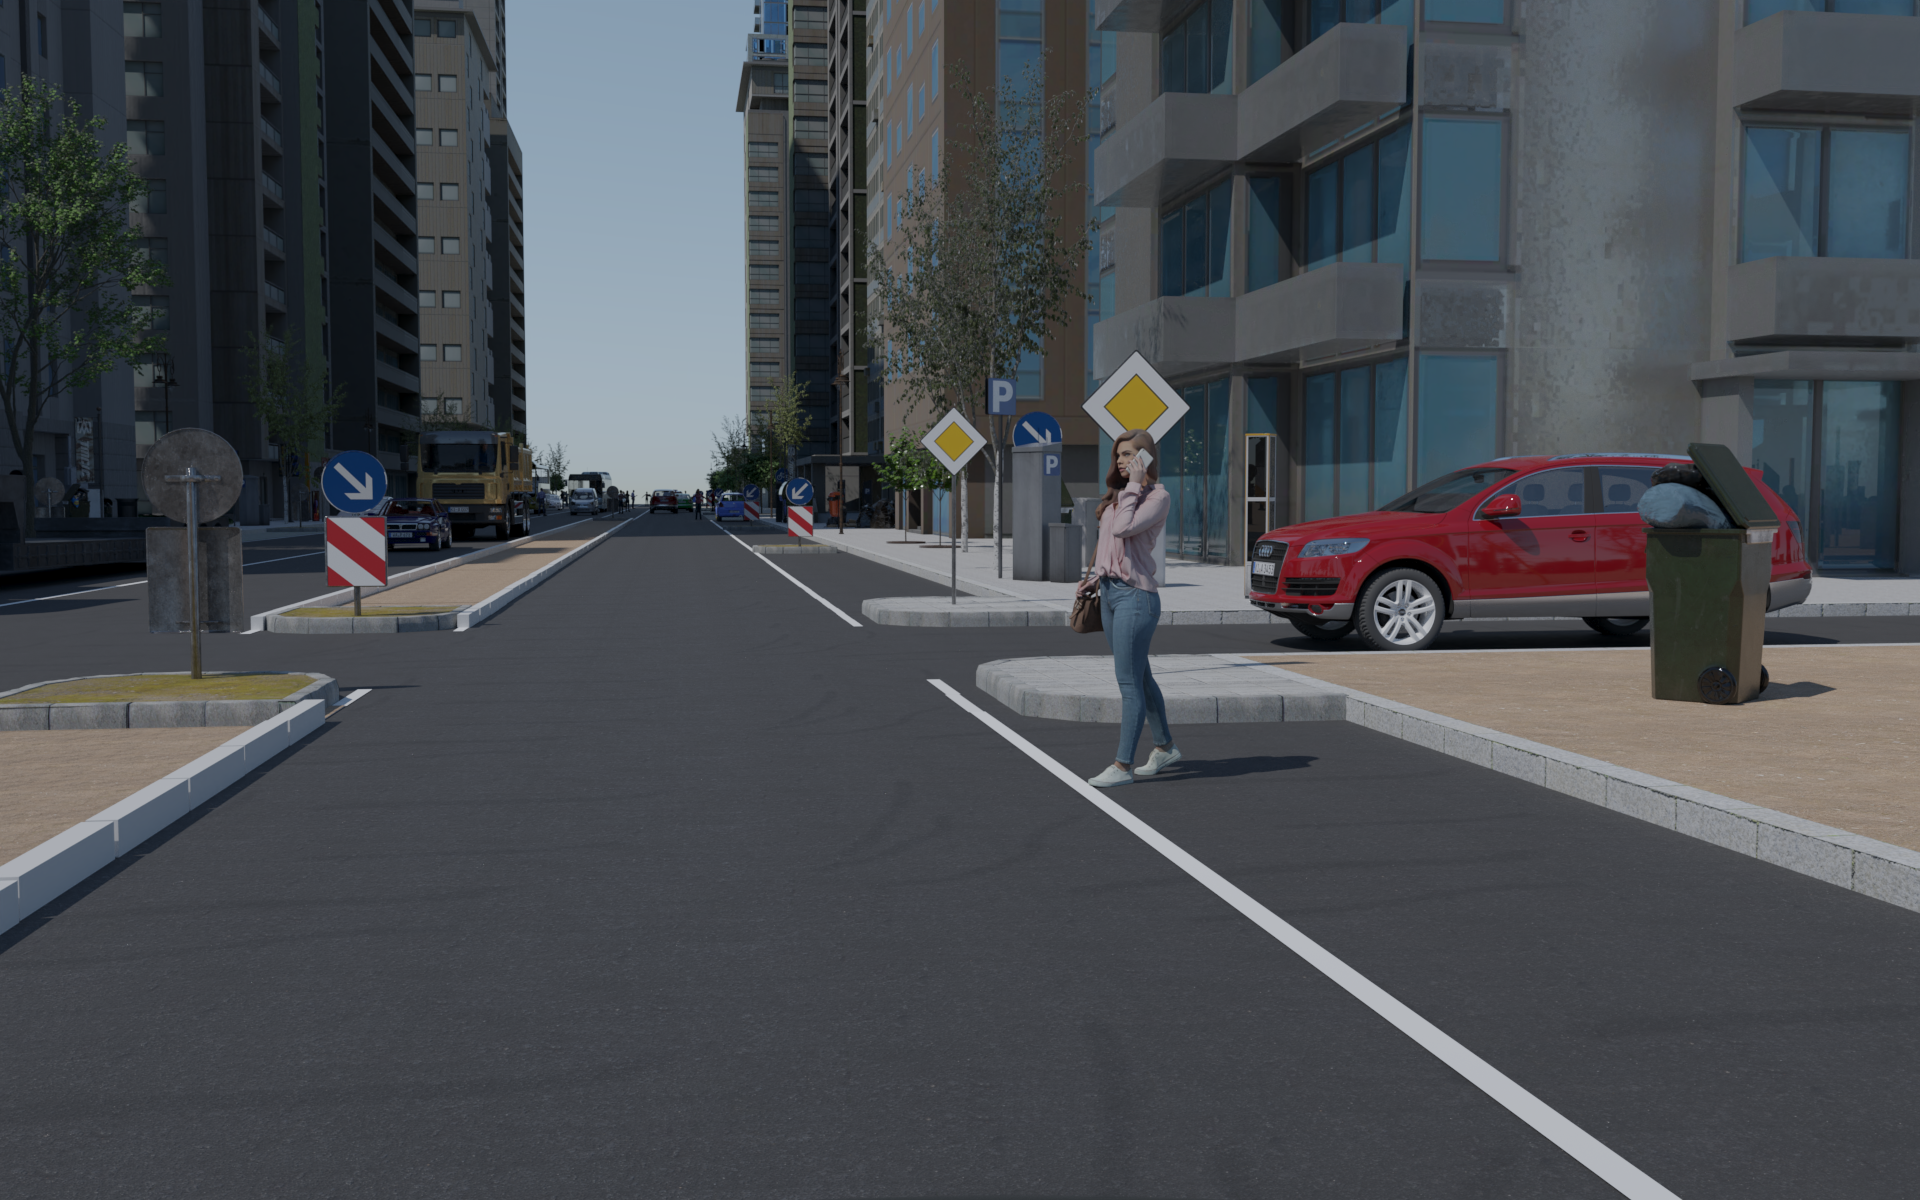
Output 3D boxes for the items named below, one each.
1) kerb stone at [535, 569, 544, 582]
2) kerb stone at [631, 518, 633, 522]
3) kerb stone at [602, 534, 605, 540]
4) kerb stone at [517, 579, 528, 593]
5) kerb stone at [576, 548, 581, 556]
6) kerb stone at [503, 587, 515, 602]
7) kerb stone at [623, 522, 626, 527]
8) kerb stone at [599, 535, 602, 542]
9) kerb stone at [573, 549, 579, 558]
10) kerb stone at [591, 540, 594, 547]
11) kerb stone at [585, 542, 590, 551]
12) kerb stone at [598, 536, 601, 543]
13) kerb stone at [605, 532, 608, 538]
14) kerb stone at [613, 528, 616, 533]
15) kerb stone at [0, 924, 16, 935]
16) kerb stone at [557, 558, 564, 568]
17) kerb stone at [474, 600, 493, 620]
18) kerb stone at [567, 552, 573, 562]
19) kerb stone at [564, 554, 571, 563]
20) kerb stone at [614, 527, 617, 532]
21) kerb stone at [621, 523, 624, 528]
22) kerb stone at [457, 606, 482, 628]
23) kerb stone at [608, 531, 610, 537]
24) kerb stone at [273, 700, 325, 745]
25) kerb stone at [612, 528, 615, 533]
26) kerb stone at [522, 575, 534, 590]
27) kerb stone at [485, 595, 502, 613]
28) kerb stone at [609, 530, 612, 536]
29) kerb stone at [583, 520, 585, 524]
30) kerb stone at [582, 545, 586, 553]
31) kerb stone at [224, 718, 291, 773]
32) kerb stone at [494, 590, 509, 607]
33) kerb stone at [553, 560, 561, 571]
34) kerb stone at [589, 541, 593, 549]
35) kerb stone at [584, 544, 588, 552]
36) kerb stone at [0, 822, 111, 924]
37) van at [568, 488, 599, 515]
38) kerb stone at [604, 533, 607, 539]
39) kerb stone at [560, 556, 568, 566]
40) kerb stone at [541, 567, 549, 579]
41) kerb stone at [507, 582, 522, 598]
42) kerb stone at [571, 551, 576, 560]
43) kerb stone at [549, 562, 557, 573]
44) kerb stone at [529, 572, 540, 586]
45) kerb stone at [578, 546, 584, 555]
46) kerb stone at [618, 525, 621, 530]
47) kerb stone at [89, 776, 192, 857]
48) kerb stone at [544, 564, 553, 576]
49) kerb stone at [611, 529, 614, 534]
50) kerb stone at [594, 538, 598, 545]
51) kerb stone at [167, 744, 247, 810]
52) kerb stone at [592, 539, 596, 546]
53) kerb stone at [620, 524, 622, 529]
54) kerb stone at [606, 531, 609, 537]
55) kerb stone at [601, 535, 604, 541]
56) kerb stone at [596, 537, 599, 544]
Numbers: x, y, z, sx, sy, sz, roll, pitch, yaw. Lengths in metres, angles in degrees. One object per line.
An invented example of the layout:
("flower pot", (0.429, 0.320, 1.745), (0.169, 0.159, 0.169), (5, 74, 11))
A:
("kerb stone", (-6.884, -0.359, 28.073), (0.120, 0.150, 1.000), (-1, 4, -9))
("kerb stone", (-16.217, -3.819, 84.726), (0.120, 0.150, 1.000), (-1, 4, -9))
("kerb stone", (-10.876, -1.844, 52.341), (0.120, 0.150, 1.000), (-1, 4, -9))
("kerb stone", (-6.385, -0.174, 25.046), (0.120, 0.150, 1.000), (-1, 4, -9))
("kerb stone", (-8.711, -1.039, 39.186), (0.120, 0.150, 1.000), (-1, 4, -9))
("kerb stone", (-6.053, -0.044, 23.030), (0.120, 0.150, 1.000), (-1, 4, -9))
("kerb stone", (-14.393, -3.143, 73.589), (0.120, 0.150, 1.000), (-1, 4, -9))
("kerb stone", (-10.547, -1.714, 50.316), (0.120, 0.150, 1.000), (-1, 4, -9))
("kerb stone", (-8.546, -0.977, 38.169), (0.120, 0.150, 1.000), (-1, 4, -9))
("kerb stone", (-9.714, -1.410, 45.253), (0.120, 0.150, 1.000), (-1, 4, -9))
("kerb stone", (-9.379, -1.286, 43.223), (0.120, 0.150, 1.000), (-1, 4, -9))
("kerb stone", (-10.375, -1.657, 49.308), (0.120, 0.150, 1.000), (-1, 4, -9))
("kerb stone", (-11.221, -1.967, 54.355), (0.120, 0.150, 1.000), (-1, 4, -9))
("kerb stone", (-12.379, -2.401, 61.446), (0.120, 0.150, 1.000), (-1, 4, -9))
("kerb stone", (-3.124, 1.041, 5.284), (0.120, 0.150, 1.000), (-1, 4, -9))
("kerb stone", (-7.717, -0.668, 33.117), (0.120, 0.150, 1.000), (-1, 4, -9))
("kerb stone", (-5.544, 0.134, 20.002), (0.120, 0.150, 1.000), (-1, 4, -9))
("kerb stone", (-8.214, -0.853, 36.145), (0.120, 0.150, 1.000), (-1, 4, -9))
("kerb stone", (-8.044, -0.792, 35.137), (0.120, 0.150, 1.000), (-1, 4, -9))
("kerb stone", (-12.545, -2.462, 62.455), (0.120, 0.150, 1.000), (-1, 4, -9))
("kerb stone", (-13.887, -2.958, 70.559), (0.120, 0.150, 1.000), (-1, 4, -9))
("kerb stone", (-5.387, 0.201, 18.988), (0.120, 0.150, 1.000), (-1, 4, -9))
("kerb stone", (-11.541, -2.090, 56.374), (0.120, 0.150, 1.000), (-1, 4, -9))
("kerb stone", (-3.954, 0.728, 10.341), (0.120, 0.150, 1.000), (-1, 4, -9))
("kerb stone", (-12.215, -2.338, 60.434), (0.120, 0.150, 1.000), (-1, 4, -9))
("kerb stone", (-6.545, -0.236, 26.056), (0.120, 0.150, 1.000), (-1, 4, -9))
("kerb stone", (-5.704, 0.072, 21.012), (0.120, 0.150, 1.000), (-1, 4, -9))
("kerb stone", (-11.709, -2.153, 57.391), (0.120, 0.150, 1.000), (-1, 4, -9))
("kerb stone", (-17.613, -3.554, 80.307), (0.120, 0.150, 1.000), (-1, 4, -9))
("kerb stone", (-9.046, -1.160, 41.206), (0.120, 0.150, 1.000), (-1, 4, -9))
("kerb stone", (-3.792, 0.787, 9.329), (0.120, 0.150, 1.000), (-1, 4, -9))
("kerb stone", (-5.876, 0.011, 22.019), (0.120, 0.150, 1.000), (-1, 4, -9))
("kerb stone", (-7.547, -0.606, 32.110), (0.120, 0.150, 1.000), (-1, 4, -9))
("kerb stone", (-9.537, -1.348, 44.239), (0.120, 0.150, 1.000), (-1, 4, -9))
("kerb stone", (-9.210, -1.222, 42.215), (0.120, 0.150, 1.000), (-1, 4, -9))
("kerb stone", (-3.295, 0.973, 6.292), (0.120, 0.150, 1.000), (-1, 4, -9))
("van", (-25.599, -6.785, 117.949), (2.013, 2.044, 4.112), (0, 4, -8))
("kerb stone", (-11.044, -1.901, 53.349), (0.120, 0.150, 1.000), (-1, 4, -9))
("kerb stone", (-7.877, -0.730, 34.127), (0.120, 0.150, 1.000), (-1, 4, -9))
("kerb stone", (-7.045, -0.419, 29.083), (0.120, 0.150, 1.000), (-1, 4, -9))
("kerb stone", (-6.220, -0.112, 24.038), (0.120, 0.150, 1.000), (-1, 4, -9))
("kerb stone", (-8.375, -0.915, 37.156), (0.120, 0.150, 1.000), (-1, 4, -9))
("kerb stone", (-7.380, -0.538, 31.102), (0.120, 0.150, 1.000), (-1, 4, -9))
("kerb stone", (-6.705, -0.295, 27.067), (0.120, 0.150, 1.000), (-1, 4, -9))
("kerb stone", (-8.878, -1.101, 40.198), (0.120, 0.150, 1.000), (-1, 4, -9))
("kerb stone", (-13.210, -2.707, 66.505), (0.120, 0.150, 1.000), (-1, 4, -9))
("kerb stone", (-3.457, 0.911, 7.308), (0.120, 0.150, 1.000), (-1, 4, -9))
("kerb stone", (-7.209, -0.482, 30.094), (0.120, 0.150, 1.000), (-1, 4, -9))
("kerb stone", (-12.046, -2.276, 59.425), (0.120, 0.150, 1.000), (-1, 4, -9))
("kerb stone", (-10.044, -1.534, 47.280), (0.120, 0.150, 1.000), (-1, 4, -9))
("kerb stone", (-3.622, 0.849, 8.317), (0.120, 0.150, 1.000), (-1, 4, -9))
("kerb stone", (-9.880, -1.471, 46.270), (0.120, 0.150, 1.000), (-1, 4, -9))
("kerb stone", (-13.548, -2.834, 68.532), (0.120, 0.150, 1.000), (-1, 4, -9))
("kerb stone", (-11.372, -2.027, 55.367), (0.120, 0.150, 1.000), (-1, 4, -9))
("kerb stone", (-10.715, -1.782, 51.331), (0.120, 0.150, 1.000), (-1, 4, -9))
("kerb stone", (-10.211, -1.595, 48.288), (0.120, 0.150, 1.000), (-1, 4, -9))
